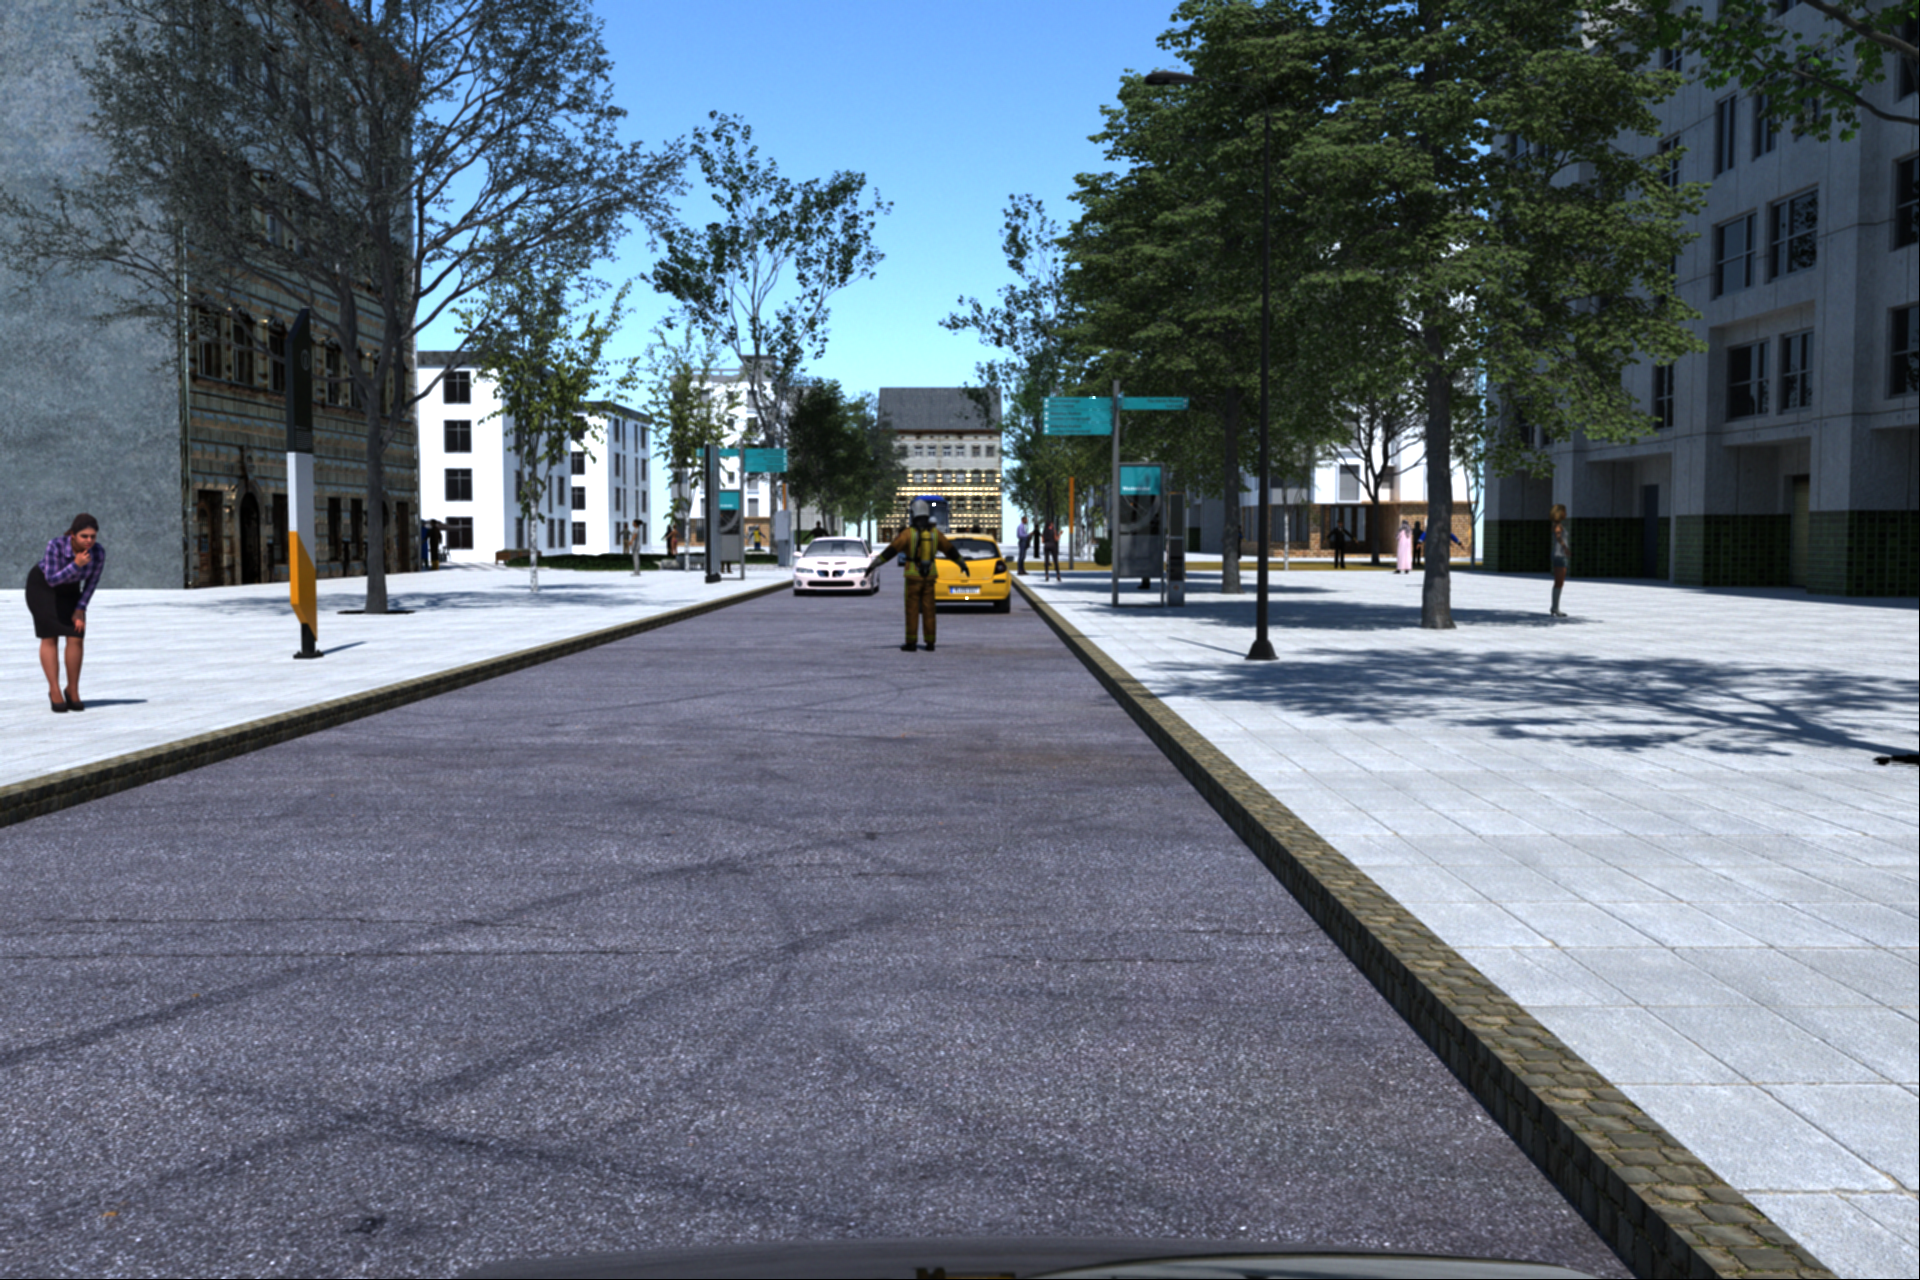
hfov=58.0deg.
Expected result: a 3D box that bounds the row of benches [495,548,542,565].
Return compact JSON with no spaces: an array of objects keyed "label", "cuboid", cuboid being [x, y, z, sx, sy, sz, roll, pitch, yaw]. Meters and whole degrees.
[{"label":"row of benches","cuboid":[-18.797,-3.562,73.705,1.422,0.672,4.104,0,4,6]}]

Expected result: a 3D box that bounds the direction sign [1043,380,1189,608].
[{"label":"direction sign","cuboid":[2.709,-2.497,29.592,2.525,3.948,1.411,0,3,0]}]

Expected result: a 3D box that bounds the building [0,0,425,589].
[{"label":"building","cuboid":[-27.252,-13.296,48.324,19.493,23.208,18.063,0,4,-1]}]

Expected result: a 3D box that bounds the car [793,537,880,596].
[{"label":"car","cuboid":[-2.938,-1.800,41.784,2.083,1.381,4.827,0,4,0]}]

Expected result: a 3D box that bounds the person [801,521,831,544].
[{"label":"person","cuboid":[-5.609,-3.812,68.544,1.346,1.802,0.704,-1,4,-21]}]

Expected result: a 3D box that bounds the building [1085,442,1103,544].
[{"label":"building","cuboid":[21.841,-22.964,231.884,16.016,20.090,11.380,0,4,0]}]

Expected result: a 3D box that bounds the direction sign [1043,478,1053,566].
[{"label":"direction sign","cuboid":[3.568,-4.781,70.166,0.379,3.537,0.876,0,4,0]}]

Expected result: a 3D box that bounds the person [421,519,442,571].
[{"label":"person","cuboid":[-18.531,-3.351,60.932,0.704,1.812,1.346,1,4,13]}]

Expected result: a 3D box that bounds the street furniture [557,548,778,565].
[{"label":"street furniture","cuboid":[-12.423,-3.553,73.710,10.072,0.657,5.734,-1,4,-10]}]

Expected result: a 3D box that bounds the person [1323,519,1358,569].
[{"label":"person","cuboid":[14.145,-3.580,64.460,1.347,1.837,0.705,0,4,-5]}]

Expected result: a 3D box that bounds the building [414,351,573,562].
[{"label":"building","cuboid":[-25.364,-9.255,93.473,9.099,9.664,28.070,0,4,0]}]

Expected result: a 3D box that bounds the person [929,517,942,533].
[{"label":"person","cuboid":[-0.660,-2.024,41.411,1.347,1.847,0.705,-2,4,-31]}]

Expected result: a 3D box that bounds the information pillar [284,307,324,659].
[{"label":"information pillar","cuboid":[-6.756,-1.616,17.769,0.183,3.616,0.504,0,4,1]}]

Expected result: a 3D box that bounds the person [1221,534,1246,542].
[{"label":"person","cuboid":[12.837,-4.620,81.513,1.349,1.833,0.705,3,5,40]}]

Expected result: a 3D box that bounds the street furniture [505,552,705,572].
[{"label":"street furniture","cuboid":[-12.925,-2.956,63.950,5.734,0.657,10.072,-2,4,-28]}]

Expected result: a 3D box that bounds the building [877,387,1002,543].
[{"label":"building","cuboid":[-2.906,-25.937,257.454,18.063,23.208,19.493,0,4,0]}]

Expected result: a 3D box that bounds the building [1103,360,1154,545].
[{"label":"building","cuboid":[24.635,-19.342,182.701,16.747,18.905,31.486,0,4,0]}]

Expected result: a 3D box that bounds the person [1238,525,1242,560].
[{"label":"person","cuboid":[13.805,-4.872,86.384,0.721,1.740,1.216,2,4,29]}]

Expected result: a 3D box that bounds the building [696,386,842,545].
[{"label":"building","cuboid":[-24.756,-21.825,223.301,16.747,18.905,31.486,0,4,0]}]

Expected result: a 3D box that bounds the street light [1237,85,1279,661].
[{"label":"street light","cuboid":[3.631,-2.752,17.542,1.470,5.913,1.316,0,3,0]}]

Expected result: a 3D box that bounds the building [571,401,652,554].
[{"label":"building","cuboid":[-26.446,-11.094,123.534,9.099,9.664,28.070,0,4,1]}]

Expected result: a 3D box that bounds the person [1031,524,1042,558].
[{"label":"person","cuboid":[4.093,-5.227,91.652,0.705,1.806,1.347,-2,4,-33]}]

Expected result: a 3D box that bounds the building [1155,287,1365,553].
[{"label":"building","cuboid":[24.902,-16.268,132.447,16.747,18.905,31.486,0,4,1]}]

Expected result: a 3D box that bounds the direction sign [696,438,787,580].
[{"label":"direction sign","cuboid":[-6.068,-3.671,48.782,2.525,3.948,1.411,0,4,0]}]

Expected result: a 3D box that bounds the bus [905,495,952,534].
[{"label":"bus","cuboid":[-1.940,-7.438,113.165,2.896,3.916,12.251,0,3,0]}]

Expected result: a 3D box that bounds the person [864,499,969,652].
[{"label":"person","cuboid":[-0.497,-0.794,21.202,1.354,1.858,0.705,-1,4,-20]}]

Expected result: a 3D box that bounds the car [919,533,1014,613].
[{"label":"car","cuboid":[0.047,-1.376,32.724,2.015,1.641,3.980,0,4,-1]}]

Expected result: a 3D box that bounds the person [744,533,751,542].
[{"label":"person","cuboid":[-10.352,-4.520,80.095,1.347,1.806,0.705,0,4,-8]}]

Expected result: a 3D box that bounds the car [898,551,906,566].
[{"label":"car","cuboid":[-1.873,-4.049,78.210,2.014,1.417,4.499,0,4,1]}]

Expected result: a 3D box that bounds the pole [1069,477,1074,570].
[{"label":"pole","cuboid":[3.986,-4.166,61.958,0.158,3.312,0.155,0,3,0]}]

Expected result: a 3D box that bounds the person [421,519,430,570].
[{"label":"person","cuboid":[-19.388,-3.445,62.452,1.347,1.817,0.704,1,4,13]}]

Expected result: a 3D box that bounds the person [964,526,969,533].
[{"label":"person","cuboid":[0.327,-3.656,68.954,1.216,1.740,0.721,-3,5,-40]}]

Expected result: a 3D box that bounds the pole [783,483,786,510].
[{"label":"pole","cuboid":[-7.036,-4.644,69.768,0.158,3.312,0.155,0,3,0]}]

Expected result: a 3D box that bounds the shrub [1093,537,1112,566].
[{"label":"shrub","cuboid":[5.738,-3.531,68.852,1.383,1.207,1.383,0,3,0]}]

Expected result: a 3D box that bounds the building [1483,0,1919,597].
[{"label":"building","cuboid":[26.391,-10.809,43.189,16.747,18.905,31.486,0,4,0]}]

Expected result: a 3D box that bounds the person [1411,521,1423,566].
[{"label":"person","cuboid":[18.631,-3.938,70.509,0.705,1.813,1.348,-3,4,-36]}]

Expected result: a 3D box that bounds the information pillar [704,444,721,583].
[{"label":"information pillar","cuboid":[-6.545,-3.333,45.808,0.184,3.620,1.656,0,4,0]}]

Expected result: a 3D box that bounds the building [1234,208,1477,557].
[{"label":"building","cuboid":[22.135,-15.348,107.356,16.016,20.090,11.380,0,4,0]}]

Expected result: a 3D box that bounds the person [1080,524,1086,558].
[{"label":"person","cuboid":[6.662,-5.414,94.664,0.704,1.843,1.345,0,4,5]}]

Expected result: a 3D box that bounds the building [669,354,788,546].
[{"label":"building","cuboid":[-24.608,-20.006,183.520,16.016,20.090,11.380,0,4,1]}]

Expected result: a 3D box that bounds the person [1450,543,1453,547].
[{"label":"person","cuboid":[18.700,-3.510,66.647,0.991,1.433,0.599,-3,5,-45]}]

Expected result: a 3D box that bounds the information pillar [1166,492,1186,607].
[{"label":"information pillar","cuboid":[3.809,-1.598,30.622,0.304,2.012,0.304,0,3,0]}]

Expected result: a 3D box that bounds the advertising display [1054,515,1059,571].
[{"label":"advertising display","cuboid":[3.356,-3.375,60.394,0.123,1.923,0.974,0,4,0]}]
